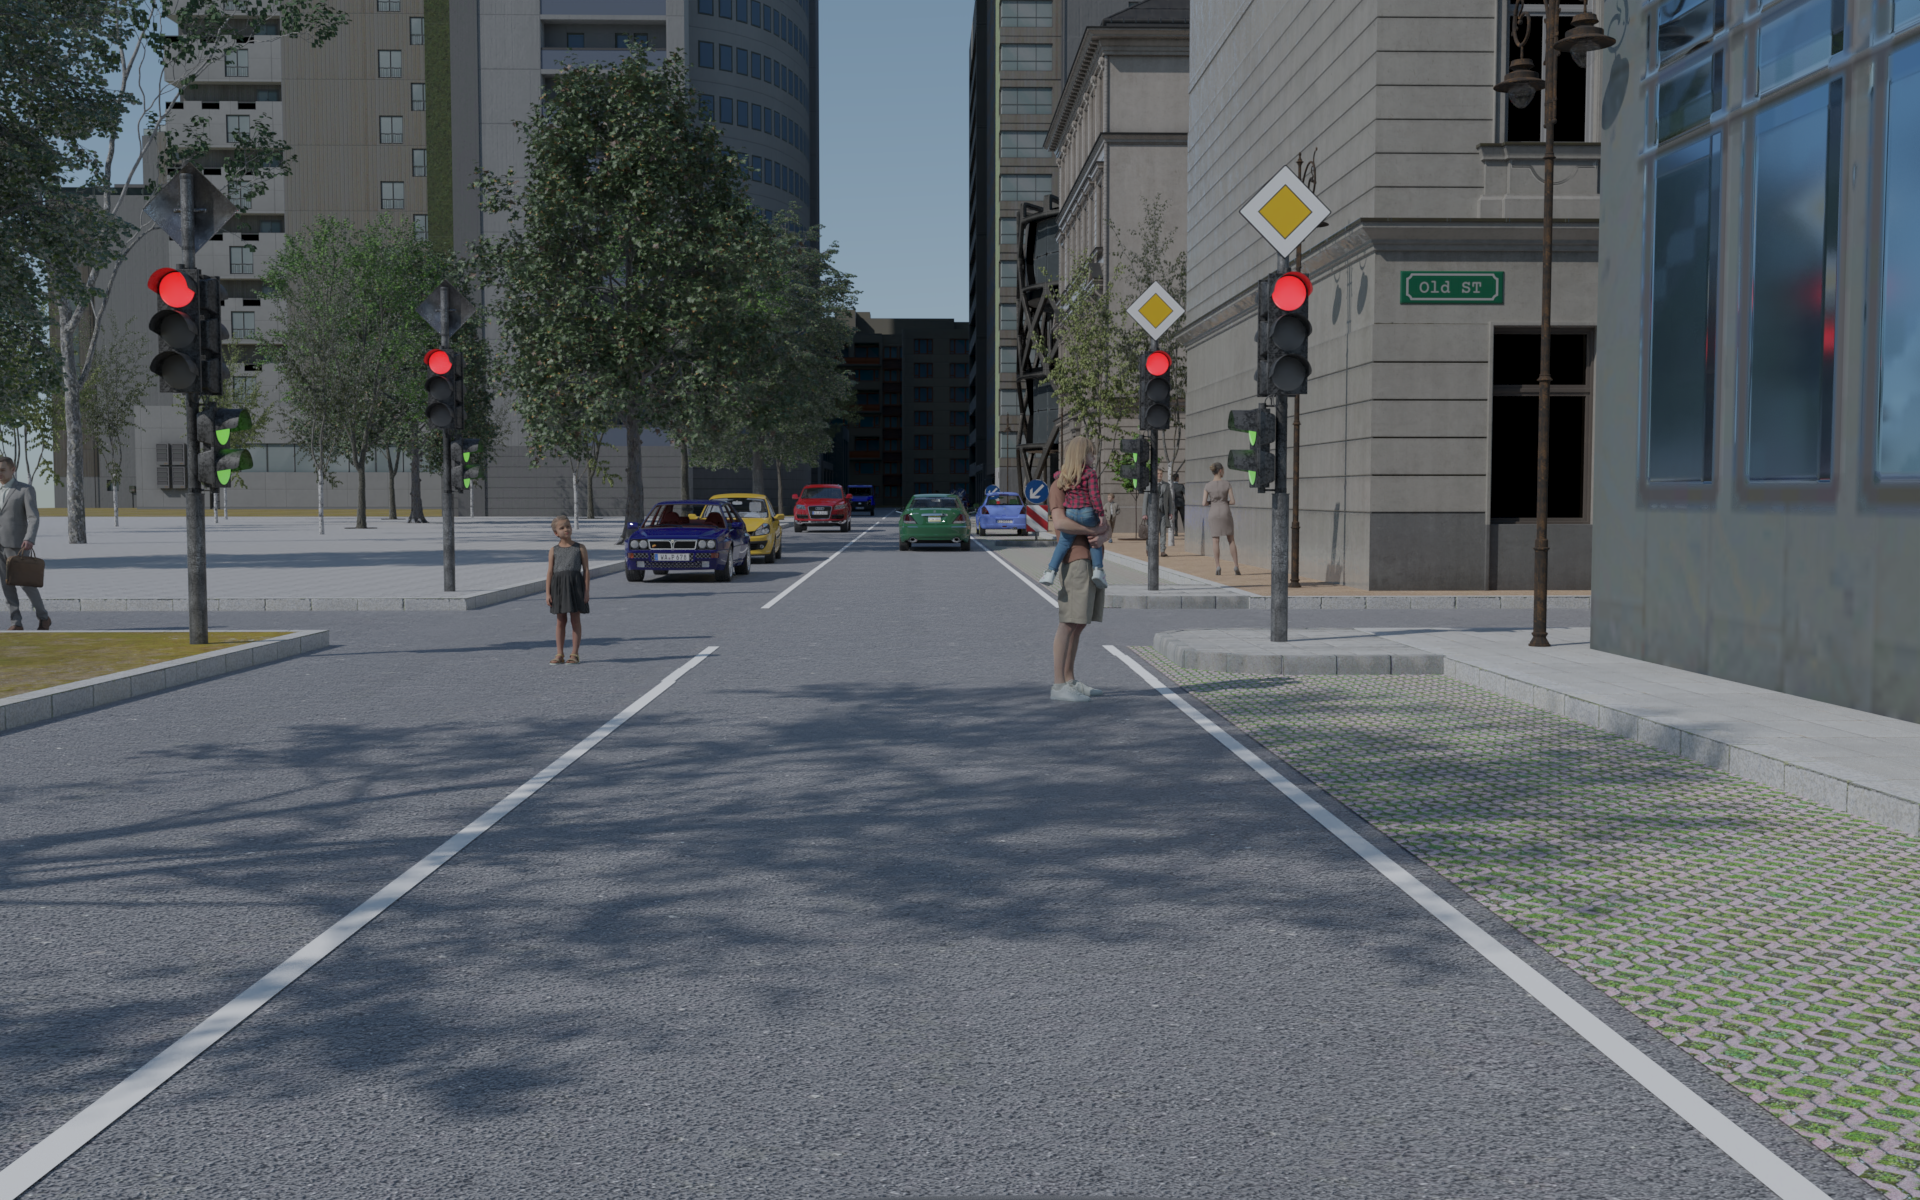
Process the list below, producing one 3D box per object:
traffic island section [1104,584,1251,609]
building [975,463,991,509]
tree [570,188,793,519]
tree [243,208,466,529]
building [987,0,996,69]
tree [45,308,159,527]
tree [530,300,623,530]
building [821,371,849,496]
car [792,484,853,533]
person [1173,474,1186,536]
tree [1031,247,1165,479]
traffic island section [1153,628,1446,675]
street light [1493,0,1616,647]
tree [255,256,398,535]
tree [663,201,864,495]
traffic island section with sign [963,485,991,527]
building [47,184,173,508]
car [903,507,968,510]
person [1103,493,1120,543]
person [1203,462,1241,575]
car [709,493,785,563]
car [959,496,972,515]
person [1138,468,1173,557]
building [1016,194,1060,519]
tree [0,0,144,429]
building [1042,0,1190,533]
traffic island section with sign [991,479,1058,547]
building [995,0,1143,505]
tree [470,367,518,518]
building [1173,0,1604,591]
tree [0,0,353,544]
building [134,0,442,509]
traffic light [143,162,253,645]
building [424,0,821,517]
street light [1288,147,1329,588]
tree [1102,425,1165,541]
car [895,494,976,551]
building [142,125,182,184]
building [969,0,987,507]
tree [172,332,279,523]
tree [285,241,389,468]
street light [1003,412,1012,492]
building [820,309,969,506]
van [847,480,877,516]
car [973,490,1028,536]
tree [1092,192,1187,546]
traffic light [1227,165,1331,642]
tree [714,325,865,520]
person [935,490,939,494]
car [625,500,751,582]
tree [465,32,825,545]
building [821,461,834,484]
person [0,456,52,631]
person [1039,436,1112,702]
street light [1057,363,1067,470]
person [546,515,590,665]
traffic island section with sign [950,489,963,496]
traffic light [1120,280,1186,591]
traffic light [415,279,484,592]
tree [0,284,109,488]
[{"bbox_3d":[2.595,-0.048,23.059,2.009,0.180,2.903,0,4,-1],"label":"traffic island section"},{"bbox_3d":[11.884,-42.919,139.985,20.563,71.187,20.611,0,4,-1],"label":"building"},{"bbox_3d":[-8.869,-7.892,54.791,9.928,11.665,9.643,0,3,0],"label":"tree"},{"bbox_3d":[-22.138,-8.434,63.657,9.928,11.665,9.643,0,3,0],"label":"tree"},{"bbox_3d":[9.094,-28.927,123.063,14.600,45.320,14.200,0,4,-1],"label":"building"},{"bbox_3d":[-33.433,-7.187,67.876,4.360,8.622,3.978,0,3,0],"label":"tree"},{"bbox_3d":[-13.766,-6.840,62.194,4.737,8.622,4.395,0,3,0],"label":"tree"},{"bbox_3d":[-26.423,-51.881,160.918,31.000,86.520,22.319,0,4,-1],"label":"building"},{"bbox_3d":[-5.230,-3.522,66.251,2.281,1.827,5.304,0,4,-2],"label":"car"},{"bbox_3d":[6.618,-2.882,52.534,0.648,1.900,0.474,1,4,9],"label":"person"},{"bbox_3d":[4.071,-6.186,51.499,4.737,8.622,4.395,0,3,0],"label":"tree"},{"bbox_3d":[2.799,0.441,15.077,2.009,0.180,2.903,0,4,-1],"label":"traffic island section"},{"bbox_3d":[4.886,-2.547,14.424,0.468,5.910,1.993,0,4,-1],"label":"street light"},{"bbox_3d":[-20.054,-6.389,54.815,4.360,8.622,3.978,0,3,0],"label":"tree"},{"bbox_3d":[-8.947,-10.315,75.304,9.857,13.997,8.962,0,3,0],"label":"tree"},{"bbox_3d":[1.277,-4.049,74.822,1.989,1.847,2.006,0,4,-1],"label":"traffic island section with sign"},{"bbox_3d":[-76.556,-24.073,165.294,14.107,30.474,14.160,0,4,-1],"label":"building"},{"bbox_3d":[-0.754,-2.634,52.852,2.009,1.686,4.222,0,4,0],"label":"car"},{"bbox_3d":[3.993,-2.159,45.613,0.475,1.303,0.640,-1,4,-10],"label":"person"},{"bbox_3d":[4.134,-1.280,27.319,0.599,1.781,0.374,1,4,12],"label":"person"},{"bbox_3d":[-4.731,-1.637,36.996,2.015,1.641,3.980,0,4,-3],"label":"car"},{"bbox_3d":[-0.123,-6.529,119.328,1.945,1.354,3.894,0,4,0],"label":"car"},{"bbox_3d":[4.030,-1.793,35.456,0.694,1.812,0.767,0,4,-7],"label":"person"},{"bbox_3d":[11.286,-13.624,90.196,16.820,18.784,16.811,0,4,-1],"label":"building"},{"bbox_3d":[-19.090,-7.520,29.604,9.857,13.997,8.962,0,3,0],"label":"tree"},{"bbox_3d":[9.084,-12.297,65.686,10.561,19.102,19.286,0,4,-1],"label":"building"},{"bbox_3d":[1.963,-2.400,47.875,1.989,1.847,2.006,0,4,-1],"label":"traffic island section with sign"},{"bbox_3d":[9.177,-26.022,109.056,14.154,41.232,14.086,0,4,-1],"label":"building"},{"bbox_3d":[-26.300,-8.784,93.978,4.360,8.622,3.978,0,3,0],"label":"tree"},{"bbox_3d":[26.640,-15.536,30.435,44.131,29.872,17.030,0,4,-1],"label":"building"},{"bbox_3d":[-21.847,-11.446,43.032,12.611,20.169,13.585,0,3,0],"label":"tree"},{"bbox_3d":[-55.572,-34.770,157.732,27.495,52.752,28.713,0,4,-1],"label":"building"},{"bbox_3d":[-6.499,-1.577,14.710,0.839,4.253,0.868,0,4,-1],"label":"traffic light"},{"bbox_3d":[-20.283,-34.780,110.657,21.231,58.520,28.212,0,4,-1],"label":"building"},{"bbox_3d":[4.594,-3.107,23.581,0.468,5.910,1.993,0,4,-1],"label":"street light"},{"bbox_3d":[4.937,-3.263,47.948,1.663,3.219,1.824,0,3,0],"label":"tree"},{"bbox_3d":[-0.637,-2.036,45.091,2.131,1.459,4.920,0,4,0],"label":"car"},{"bbox_3d":[-78.380,-30.707,185.654,14.086,41.232,14.154,0,4,-1],"label":"building"},{"bbox_3d":[11.800,-32.919,161.930,21.300,48.544,21.600,0,4,-1],"label":"building"},{"bbox_3d":[-32.715,-7.703,76.301,4.737,8.622,4.395,0,3,0],"label":"tree"},{"bbox_3d":[-23.930,-9.708,75.733,9.611,12.733,9.660,0,3,0],"label":"tree"},{"bbox_3d":[2.691,-7.644,97.768,0.468,5.910,1.993,0,4,-1],"label":"street light"},{"bbox_3d":[-11.894,-21.414,195.157,28.899,21.520,27.650,0,4,-1],"label":"building"},{"bbox_3d":[-6.636,-6.781,115.260,2.240,2.365,5.245,0,4,-2],"label":"van"},{"bbox_3d":[1.431,-3.069,59.772,1.945,1.707,3.694,0,4,-2],"label":"car"},{"bbox_3d":[5.214,-5.621,42.270,4.360,8.622,3.978,0,3,0],"label":"tree"},{"bbox_3d":[2.758,-1.593,14.962,0.839,4.253,0.868,0,4,-1],"label":"traffic light"},{"bbox_3d":[-8.740,-9.224,85.232,8.767,10.594,7.601,0,4,4],"label":"tree"},{"bbox_3d":[-1.908,-7.540,132.609,0.721,1.723,1.217,0,4,-1],"label":"person"},{"bbox_3d":[-4.603,-1.038,29.547,1.945,1.354,3.894,0,4,0],"label":"car"},{"bbox_3d":[-8.247,-7.744,43.615,9.611,12.733,9.660,0,3,0],"label":"tree"},{"bbox_3d":[-20.459,-42.593,134.640,20.563,71.187,20.611,0,4,-1],"label":"building"},{"bbox_3d":[-9.616,-0.548,17.574,0.709,1.813,0.853,0,4,2],"label":"person"},{"bbox_3d":[0.817,-0.220,12.075,0.573,1.828,0.580,-1,4,-18],"label":"person"},{"bbox_3d":[3.573,-5.379,60.737,0.468,5.910,1.993,0,4,-1],"label":"street light"},{"bbox_3d":[-3.301,-0.087,14.592,0.362,1.253,0.373,0,4,2],"label":"person"},{"bbox_3d":[-0.031,-7.170,125.859,1.989,1.847,2.006,0,4,-1],"label":"traffic island section with sign"},{"bbox_3d":[2.555,-2.081,22.944,0.839,4.253,0.868,0,4,-1],"label":"traffic light"},{"bbox_3d":[-6.703,-2.066,22.693,0.839,4.253,0.868,0,4,-1],"label":"traffic light"},{"bbox_3d":[-33.334,-6.853,62.403,4.737,8.622,4.395,0,3,0],"label":"tree"}]
